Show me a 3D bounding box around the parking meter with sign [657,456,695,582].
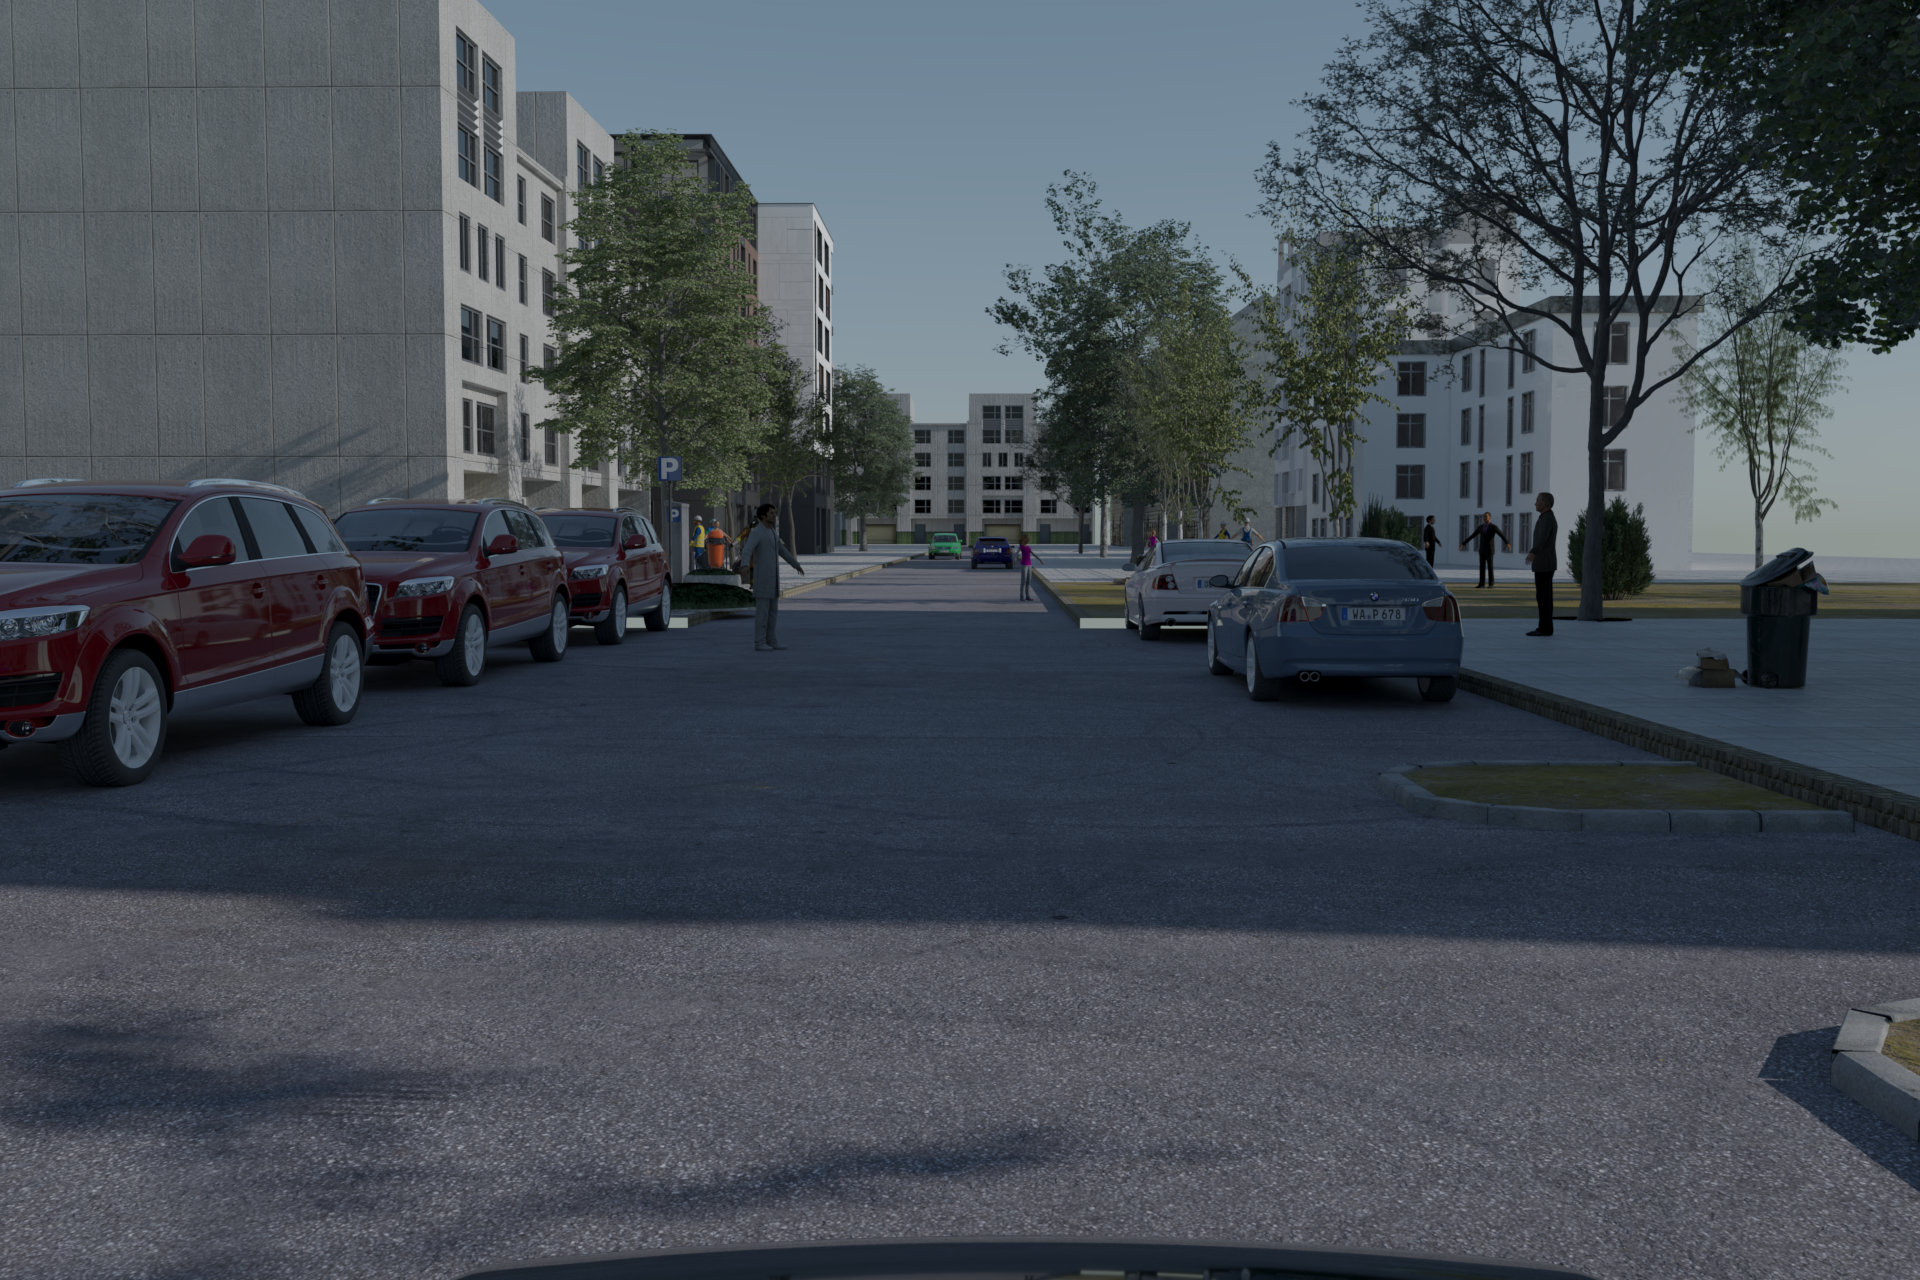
[{"bbox_3d":[-6.470,-2.661,39.766,0.543,3.016,1.738,0,4,3],"label":"parking meter with sign"}]

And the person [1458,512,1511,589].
[{"bbox_3d":[12.389,-2.114,40.792,0.704,1.802,1.346,-3,5,-42],"label":"person"}]

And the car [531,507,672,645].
[{"bbox_3d":[-5.366,-0.945,24.121,2.281,1.827,5.304,0,4,1],"label":"car"}]

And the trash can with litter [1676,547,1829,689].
[{"bbox_3d":[6.613,-0.188,14.466,1.055,1.170,0.624,0,4,1],"label":"trash can with litter"}]

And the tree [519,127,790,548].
[{"bbox_3d":[-8.702,-8.030,49.424,7.486,12.596,7.792,0,3,0],"label":"tree"}]

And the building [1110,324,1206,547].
[{"bbox_3d":[26.071,-21.699,185.707,19.493,23.208,18.063,0,4,1],"label":"building"}]

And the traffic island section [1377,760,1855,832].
[{"bbox_3d":[3.330,0.828,9.336,1.991,0.108,1.994,0,4,2],"label":"traffic island section"}]

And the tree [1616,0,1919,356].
[{"bbox_3d":[9.402,-6.499,12.911,9.857,13.997,8.962,0,3,0],"label":"tree"}]

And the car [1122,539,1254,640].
[{"bbox_3d":[3.384,-0.754,24.690,2.083,1.381,4.827,0,4,2],"label":"car"}]

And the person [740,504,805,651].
[{"bbox_3d":[-2.359,-0.778,21.360,0.705,1.806,1.347,2,4,26],"label":"person"}]

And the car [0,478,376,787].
[{"bbox_3d":[-5.652,-0.175,11.528,2.281,1.827,5.304,0,4,2],"label":"car"}]

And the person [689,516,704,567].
[{"bbox_3d":[-7.893,-2.817,52.026,0.705,1.833,1.349,0,4,4],"label":"person"}]

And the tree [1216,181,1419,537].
[{"bbox_3d":[7.491,-5.193,35.270,4.737,8.622,4.395,0,3,0],"label":"tree"}]

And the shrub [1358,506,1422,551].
[{"bbox_3d":[11.307,-2.541,45.594,1.661,2.075,1.752,0,3,0],"label":"shrub"}]

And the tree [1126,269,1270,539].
[{"bbox_3d":[6.679,-5.970,47.978,4.737,8.622,4.395,0,3,0],"label":"tree"}]

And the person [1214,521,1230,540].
[{"bbox_3d":[9.837,-3.599,65.308,0.721,1.772,1.216,-2,4,-26],"label":"person"}]

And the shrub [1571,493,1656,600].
[{"bbox_3d":[12.745,-1.817,33.752,1.661,2.075,1.752,0,3,0],"label":"shrub"}]

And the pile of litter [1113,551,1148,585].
[{"bbox_3d":[4.444,-1.821,43.740,1.176,0.858,1.719,0,4,0],"label":"pile of litter"}]

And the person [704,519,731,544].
[{"bbox_3d":[-8.672,-3.362,61.092,1.347,1.817,0.704,-3,5,-42],"label":"person"}]

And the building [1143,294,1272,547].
[{"bbox_3d":[27.901,-20.554,166.989,19.493,23.208,18.063,0,4,1],"label":"building"}]

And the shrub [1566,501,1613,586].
[{"bbox_3d":[15.239,-2.273,41.210,1.661,2.075,1.752,0,3,0],"label":"shrub"}]

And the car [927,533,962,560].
[{"bbox_3d":[-0.840,-5.458,98.038,1.959,1.807,4.718,0,4,2],"label":"car"}]

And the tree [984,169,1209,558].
[{"bbox_3d":[6.424,-14.494,92.864,12.611,20.169,13.585,0,3,0],"label":"tree"}]

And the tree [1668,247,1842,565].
[{"bbox_3d":[20.616,-5.737,44.168,4.360,8.622,3.978,0,3,0],"label":"tree"}]

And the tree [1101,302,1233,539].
[{"bbox_3d":[7.161,-6.365,54.423,4.360,8.622,3.978,0,3,0],"label":"tree"}]

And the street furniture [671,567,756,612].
[{"bbox_3d":[-8.454,-0.915,30.582,10.072,0.657,5.734,0,4,-2],"label":"street furniture"}]

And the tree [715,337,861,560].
[{"bbox_3d":[-8.128,-9.010,81.720,7.601,10.594,8.767,2,4,28],"label":"tree"}]

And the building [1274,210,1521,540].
[{"bbox_3d":[24.913,-15.388,108.007,16.016,20.090,11.380,0,4,1],"label":"building"}]

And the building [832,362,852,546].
[{"bbox_3d":[-21.292,-19.602,186.954,16.747,18.905,31.486,0,4,1],"label":"building"}]

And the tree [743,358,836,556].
[{"bbox_3d":[-7.612,-7.516,73.245,4.737,8.622,4.395,0,3,0],"label":"tree"}]

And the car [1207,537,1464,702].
[{"bbox_3d":[3.382,-0.252,16.119,2.014,1.417,4.499,0,4,1],"label":"car"}]

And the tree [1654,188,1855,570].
[{"bbox_3d":[17.186,-5.293,36.900,4.360,8.622,3.978,0,3,0],"label":"tree"}]

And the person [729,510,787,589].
[{"bbox_3d":[-4.688,-2.101,40.113,1.354,1.858,0.705,-1,4,-13],"label":"person"}]

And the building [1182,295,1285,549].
[{"bbox_3d":[29.454,-19.403,148.174,19.493,23.208,18.063,0,4,1],"label":"building"}]

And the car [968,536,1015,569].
[{"bbox_3d":[1.314,-3.634,72.002,1.945,1.354,3.894,0,4,0],"label":"car"}]

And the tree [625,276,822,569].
[{"bbox_3d":[-8.594,-7.845,62.673,7.601,10.594,8.767,-1,4,-9],"label":"tree"}]

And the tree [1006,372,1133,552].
[{"bbox_3d":[8.504,-13.041,123.591,12.009,13.543,11.850,0,3,0],"label":"tree"}]

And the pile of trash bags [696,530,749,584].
[{"bbox_3d":[-6.017,-2.130,44.575,1.912,1.369,3.447,0,4,2],"label":"pile of trash bags"}]

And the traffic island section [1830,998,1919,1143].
[{"bbox_3d":[3.249,1.148,4.098,1.991,0.108,1.994,0,4,1],"label":"traffic island section"}]

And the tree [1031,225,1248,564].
[{"bbox_3d":[7.620,-10.181,73.118,9.857,13.997,8.962,0,3,0],"label":"tree"}]

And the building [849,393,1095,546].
[{"bbox_3d":[1.152,-21.735,224.287,31.486,18.905,16.747,0,4,0],"label":"building"}]

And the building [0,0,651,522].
[{"bbox_3d":[-24.047,-12.434,69.747,16.747,18.905,31.486,0,4,1],"label":"building"}]

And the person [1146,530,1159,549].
[{"bbox_3d":[7.113,-3.306,63.323,0.599,1.433,0.991,-3,4,-36],"label":"person"}]

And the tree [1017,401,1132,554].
[{"bbox_3d":[7.855,-10.903,112.680,8.767,10.594,7.601,0,4,3],"label":"tree"}]

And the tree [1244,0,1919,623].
[{"bbox_3d":[9.506,-7.030,25.311,12.009,13.543,11.850,0,3,0],"label":"tree"}]

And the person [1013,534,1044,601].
[{"bbox_3d":[1.452,-1.547,37.009,0.599,1.433,0.991,3,5,41],"label":"person"}]

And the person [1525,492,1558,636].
[{"bbox_3d":[7.334,-0.957,21.827,0.705,1.807,1.348,2,4,26],"label":"person"}]

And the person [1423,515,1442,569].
[{"bbox_3d":[13.151,-2.578,48.332,0.705,1.806,1.347,2,4,32],"label":"person"}]

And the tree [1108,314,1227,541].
[{"bbox_3d":[6.747,-6.647,59.043,4.360,8.622,3.978,0,3,0],"label":"tree"}]

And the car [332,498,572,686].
[{"bbox_3d":[-5.531,-0.570,17.995,2.281,1.827,5.304,0,4,2],"label":"car"}]

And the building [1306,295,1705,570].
[{"bbox_3d":[21.923,-8.134,75.135,9.099,9.664,28.070,0,4,1],"label":"building"}]

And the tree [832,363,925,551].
[{"bbox_3d":[-7.133,-13.573,128.577,9.857,13.997,8.962,0,3,0],"label":"tree"}]

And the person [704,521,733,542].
[{"bbox_3d":[-8.115,-3.135,58.064,1.217,1.733,0.721,-2,4,-32],"label":"person"}]

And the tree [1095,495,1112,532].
[{"bbox_3d":[19.662,-16.419,218.804,4.360,8.622,3.978,0,3,0],"label":"tree"}]

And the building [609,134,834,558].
[{"bbox_3d":[-22.981,-15.977,105.193,27.936,21.610,32.646,0,4,1],"label":"building"}]

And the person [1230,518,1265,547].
[{"bbox_3d":[9.932,-3.314,60.037,1.347,1.847,0.705,1,4,9],"label":"person"}]
